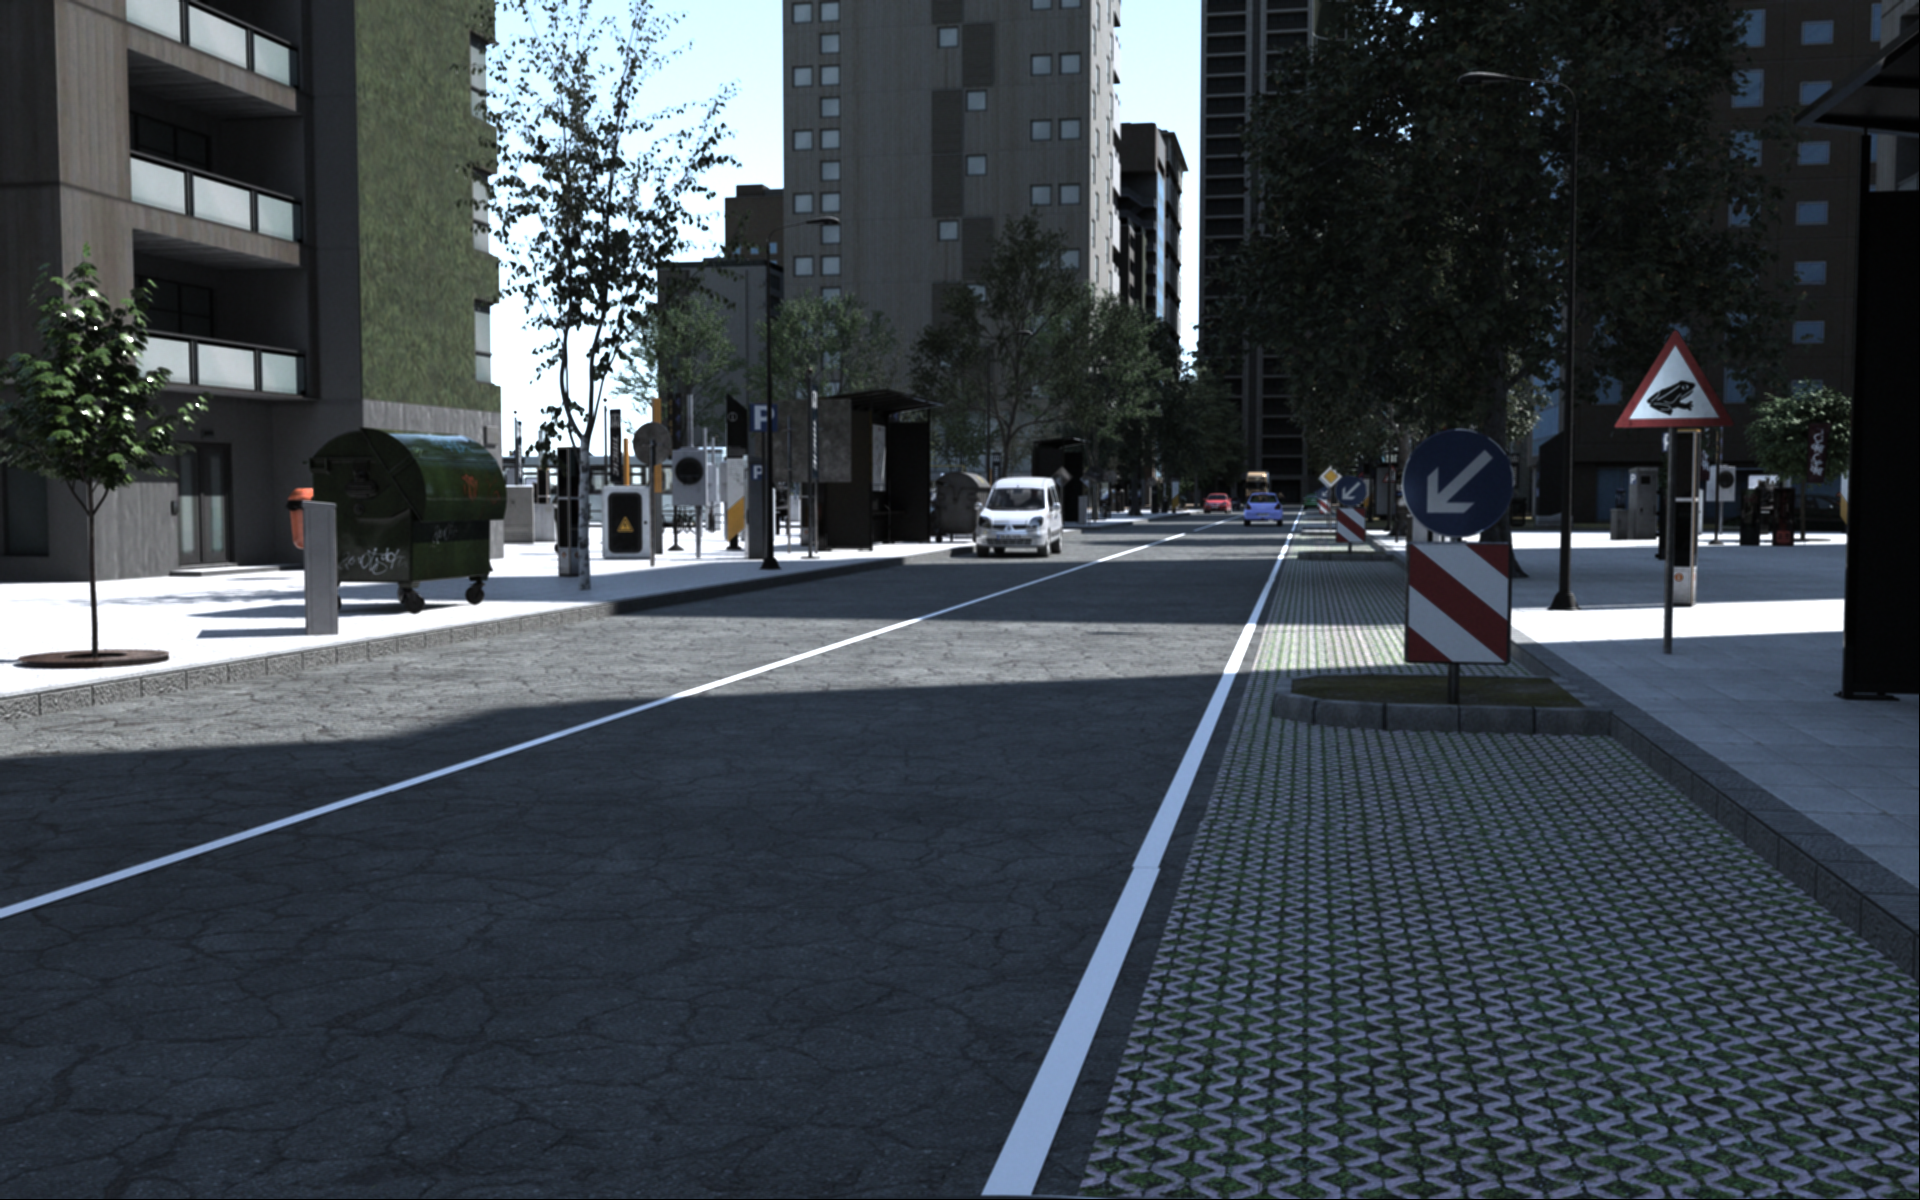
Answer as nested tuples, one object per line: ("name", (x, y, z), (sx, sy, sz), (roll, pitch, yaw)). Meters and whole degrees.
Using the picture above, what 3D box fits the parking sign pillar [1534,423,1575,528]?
("parking sign pillar", (22.714, -4.749, 66.114), (1.447, 3.967, 1.447), (0, 4, 1))

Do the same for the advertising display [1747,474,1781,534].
("advertising display", (25.508, -3.045, 55.007), (0.974, 1.923, 0.123), (2, 4, 25))

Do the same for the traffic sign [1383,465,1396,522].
("traffic sign", (19.518, -4.782, 78.195), (0.884, 2.594, 0.081), (1, 4, 20))

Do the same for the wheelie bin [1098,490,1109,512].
("wheelie bin", (10.104, -6.966, 121.799), (0.980, 1.594, 0.693), (3, 4, 37))

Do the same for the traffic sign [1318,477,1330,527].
("traffic sign", (14.415, -3.926, 67.836), (0.795, 2.450, 0.064), (1, 4, 11))

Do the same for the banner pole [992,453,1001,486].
("banner pole", (1.775, -6.227, 91.834), (0.863, 3.779, 0.401), (1, 4, 14))

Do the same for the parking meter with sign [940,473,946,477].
("parking meter with sign", (-0.824, -9.028, 143.874), (0.543, 3.016, 1.738), (3, 5, 44))

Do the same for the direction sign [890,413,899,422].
("direction sign", (-1.804, -3.312, 46.147), (0.379, 3.537, 0.876), (-2, 4, -25))

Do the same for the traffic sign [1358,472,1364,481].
("traffic sign", (22.671, -5.925, 96.980), (0.768, 2.556, 0.104), (1, 4, 13))

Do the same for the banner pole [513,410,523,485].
("banner pole", (-13.224, -3.785, 51.901), (0.401, 3.779, 0.863), (0, 4, 3))

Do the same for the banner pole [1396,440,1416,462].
("banner pole", (15.248, -4.200, 58.683), (0.401, 3.779, 0.863), (-1, 4, -21))

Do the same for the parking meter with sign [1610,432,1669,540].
("parking meter with sign", (19.233, -3.214, 48.808), (1.738, 3.016, 0.543), (-1, 4, -13))

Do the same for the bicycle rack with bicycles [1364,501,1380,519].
("bicycle rack with bicycles", (21.710, -4.709, 90.379), (2.852, 0.926, 2.925), (0, 4, -1))

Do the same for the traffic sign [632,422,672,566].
("traffic sign", (-5.456, -1.868, 30.650), (0.768, 2.556, 0.104), (1, 4, 16))

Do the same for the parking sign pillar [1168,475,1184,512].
("parking sign pillar", (15.835, -8.532, 127.976), (1.447, 3.967, 1.447), (1, 4, 14))

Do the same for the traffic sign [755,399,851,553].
("traffic sign", (-3.402, -2.661, 37.380), (2.265, 3.308, 0.079), (1, 4, 20))

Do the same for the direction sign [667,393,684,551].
("direction sign", (-6.437, -2.883, 39.131), (0.379, 3.537, 0.876), (-2, 4, -28))

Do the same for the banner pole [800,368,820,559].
("banner pole", (-2.941, -2.729, 34.635), (0.401, 3.779, 0.863), (1, 4, 10))

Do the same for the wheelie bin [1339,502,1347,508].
("wheelie bin", (28.705, -7.446, 129.652), (0.693, 1.594, 0.980), (0, 4, 8))

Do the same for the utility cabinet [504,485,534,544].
("utility cabinet", (-11.493, -2.174, 44.229), (1.173, 1.500, 0.318), (-1, 4, -9))

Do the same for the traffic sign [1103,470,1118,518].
("traffic sign", (8.052, -5.672, 92.839), (0.768, 2.556, 0.104), (1, 4, 12))

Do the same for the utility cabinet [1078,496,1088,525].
("utility cabinet", (5.092, -3.711, 71.833), (0.306, 1.237, 1.020), (1, 4, 10))

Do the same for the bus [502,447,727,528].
("bus", (-15.452, -4.607, 70.188), (13.247, 3.499, 2.948), (1, 4, 12))

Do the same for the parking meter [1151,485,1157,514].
("parking meter", (12.796, -6.627, 114.067), (0.255, 1.863, 0.399), (2, 4, 35))

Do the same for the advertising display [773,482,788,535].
("advertising display", (-5.845, -3.002, 54.295), (0.974, 1.923, 0.123), (-1, 4, -21))

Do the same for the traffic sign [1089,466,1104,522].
("traffic sign", (6.121, -4.794, 78.494), (0.768, 2.556, 0.104), (1, 4, 18))

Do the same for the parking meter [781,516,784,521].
("parking meter", (-8.222, -4.455, 81.243), (0.372, 1.533, 0.369), (0, 3, 0))

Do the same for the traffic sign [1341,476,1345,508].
("traffic sign", (27.236, -7.494, 122.630), (0.768, 2.556, 0.104), (1, 4, 16))

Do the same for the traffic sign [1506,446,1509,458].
("traffic sign", (12.262, -2.438, 39.969), (0.768, 2.556, 0.104), (1, 4, 19))

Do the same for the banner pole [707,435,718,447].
("banner pole", (-10.551, -5.139, 74.038), (0.863, 3.779, 0.401), (3, 5, 42))

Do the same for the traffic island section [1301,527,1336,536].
("traffic island section", (12.865, -2.312, 60.080), (2.009, 0.180, 2.903), (1, 4, 11))

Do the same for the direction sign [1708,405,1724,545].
("direction sign", (19.182, -3.171, 43.842), (0.379, 3.537, 0.876), (2, 4, 34))

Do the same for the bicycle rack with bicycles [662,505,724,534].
("bicycle rack with bicycles", (-8.813, -2.660, 56.865), (2.852, 0.926, 2.925), (-1, 4, -21))

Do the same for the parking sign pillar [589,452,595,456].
("parking sign pillar", (-22.005, -7.129, 105.039), (1.447, 3.967, 1.447), (-1, 4, -12))

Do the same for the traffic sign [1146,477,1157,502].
("traffic sign", (14.292, -7.905, 129.347), (0.768, 2.556, 0.104), (1, 4, 13))

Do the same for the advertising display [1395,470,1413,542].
("advertising display", (12.063, -2.498, 46.050), (0.974, 1.923, 0.123), (1, 4, 9))

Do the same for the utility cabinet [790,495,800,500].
("utility cabinet", (-11.228, -6.475, 117.028), (1.020, 1.237, 0.306), (1, 4, 22))

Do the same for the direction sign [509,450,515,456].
("direction sign", (-23.038, -5.943, 89.165), (0.379, 3.537, 0.876), (0, 4, 5))

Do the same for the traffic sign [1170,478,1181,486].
("traffic sign", (15.462, -7.611, 124.547), (0.768, 2.556, 0.104), (1, 4, 13))

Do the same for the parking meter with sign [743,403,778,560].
("parking meter with sign", (-3.997, -2.321, 34.207), (0.543, 3.016, 1.738), (-1, 4, -15))

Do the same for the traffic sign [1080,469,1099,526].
("traffic sign", (5.209, -4.040, 69.702), (0.795, 2.450, 0.064), (1, 4, 11))

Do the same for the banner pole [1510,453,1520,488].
("banner pole", (29.844, -6.345, 93.752), (0.863, 3.779, 0.401), (1, 4, 11))

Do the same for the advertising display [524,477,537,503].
("advertising display", (-16.040, -3.702, 65.740), (0.974, 1.923, 0.123), (0, 4, 4))

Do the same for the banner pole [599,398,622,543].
("banner pole", (-9.014, -3.353, 44.846), (0.863, 3.779, 0.401), (3, 5, 39))

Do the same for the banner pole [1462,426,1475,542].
("banner pole", (13.676, -3.463, 46.634), (0.863, 3.779, 0.401), (-1, 4, -19))

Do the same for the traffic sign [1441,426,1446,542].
("traffic sign", (9.326, -2.043, 33.399), (0.884, 2.594, 0.081), (1, 4, 20))

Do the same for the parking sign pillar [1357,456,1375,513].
("parking sign pillar", (28.079, -8.016, 119.532), (1.447, 3.967, 1.447), (1, 4, 20))

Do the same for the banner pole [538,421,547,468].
("banner pole", (-14.267, -4.237, 59.285), (0.401, 3.779, 0.863), (-3, 4, -38))

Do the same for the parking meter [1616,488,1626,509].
("parking meter", (27.767, -3.939, 72.816), (0.372, 1.533, 0.369), (0, 3, 0))

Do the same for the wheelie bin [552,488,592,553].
("wheelie bin", (-8.327, -1.792, 37.207), (0.693, 1.594, 0.980), (-3, 4, -37))

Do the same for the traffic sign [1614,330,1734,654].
("traffic sign", (5.686, -0.847, 13.846), (0.884, 2.594, 0.081), (1, 4, 17))

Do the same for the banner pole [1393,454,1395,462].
("banner pole", (25.257, -6.737, 100.175), (0.863, 3.779, 0.401), (-1, 4, -22))

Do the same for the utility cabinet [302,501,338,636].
("utility cabinet", (-5.969, -0.307, 16.187), (0.306, 1.237, 1.020), (-1, 4, -21))

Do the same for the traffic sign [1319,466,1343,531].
("traffic sign", (12.840, -3.447, 60.007), (0.795, 2.450, 0.064), (1, 4, 11))

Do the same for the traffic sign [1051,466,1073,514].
("traffic sign", (3.634, -3.562, 61.873), (0.795, 2.450, 0.064), (1, 4, 11))
